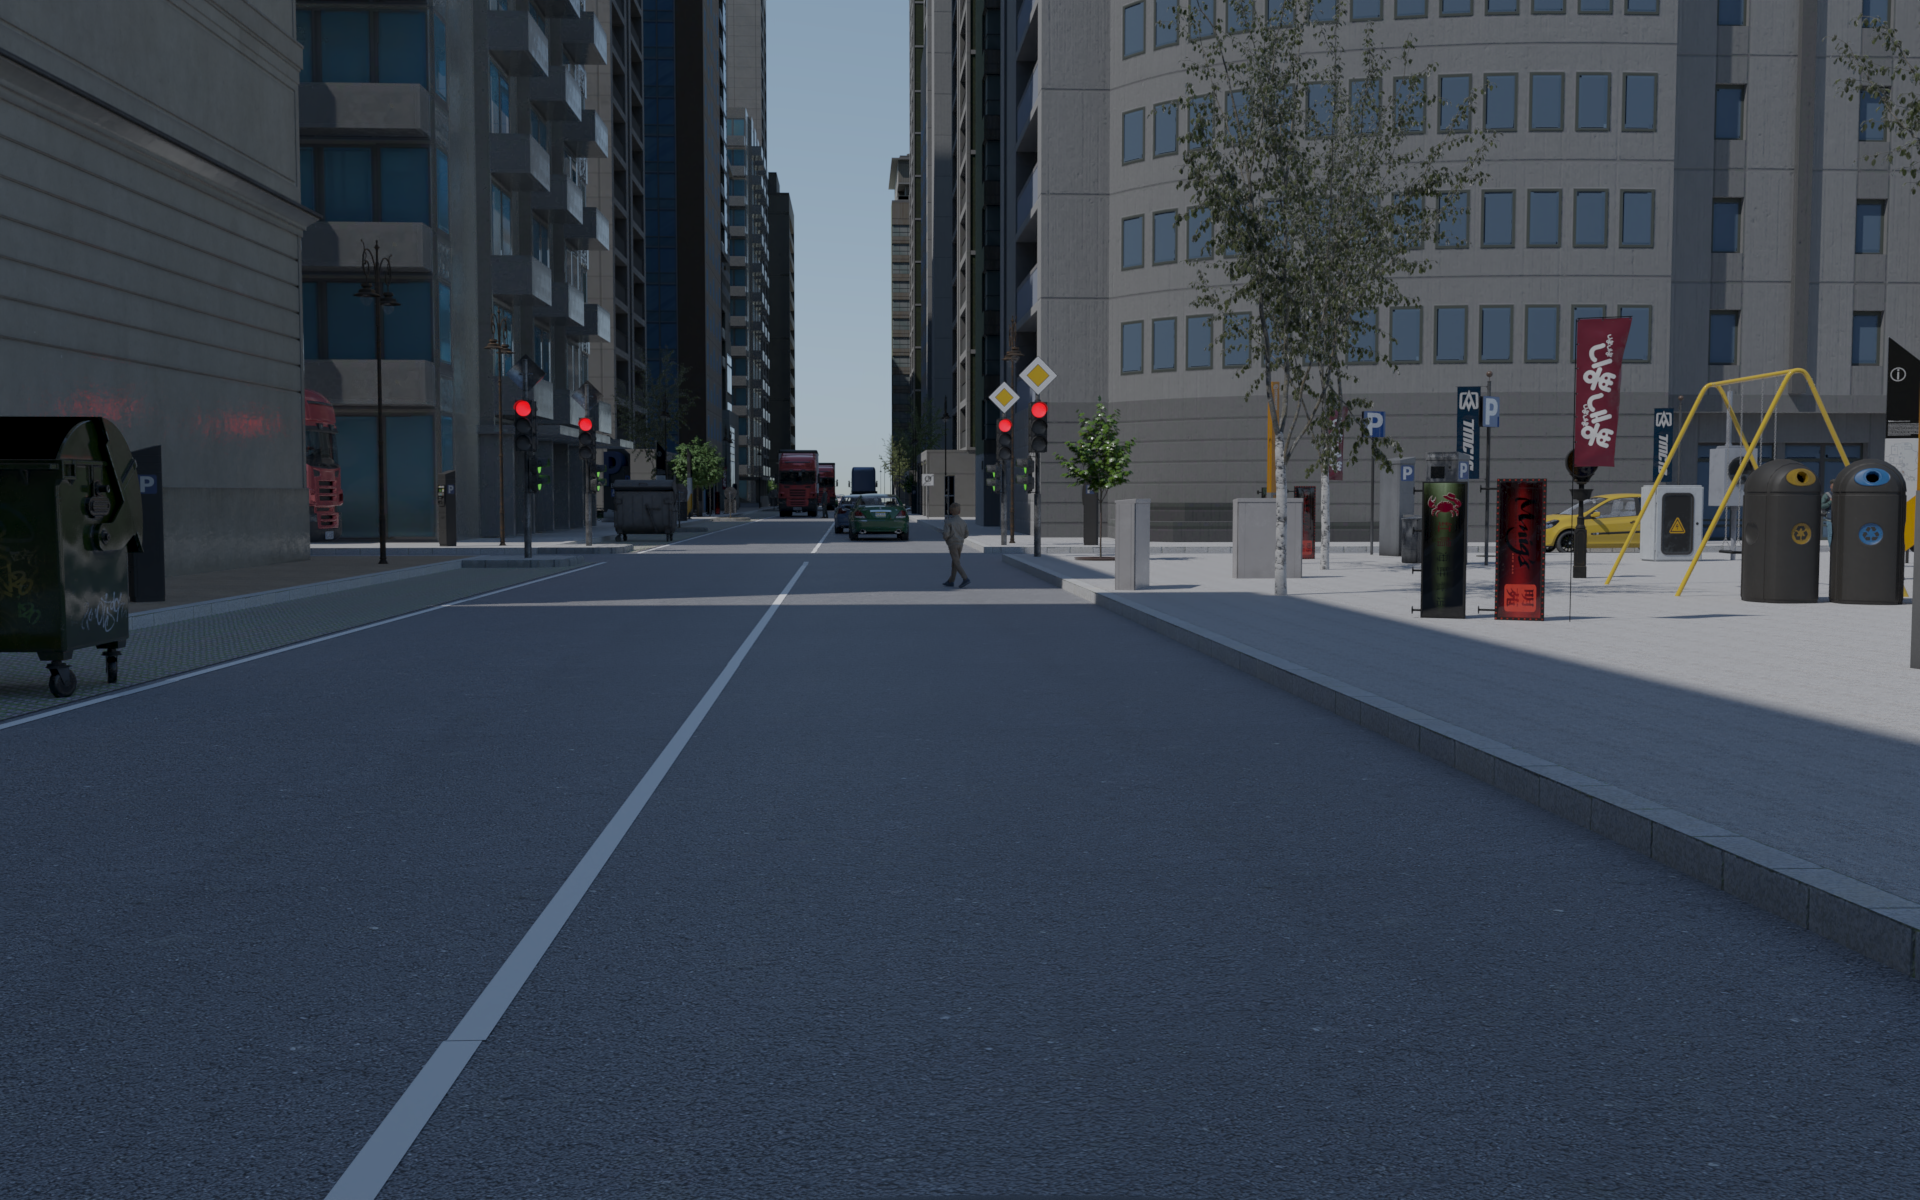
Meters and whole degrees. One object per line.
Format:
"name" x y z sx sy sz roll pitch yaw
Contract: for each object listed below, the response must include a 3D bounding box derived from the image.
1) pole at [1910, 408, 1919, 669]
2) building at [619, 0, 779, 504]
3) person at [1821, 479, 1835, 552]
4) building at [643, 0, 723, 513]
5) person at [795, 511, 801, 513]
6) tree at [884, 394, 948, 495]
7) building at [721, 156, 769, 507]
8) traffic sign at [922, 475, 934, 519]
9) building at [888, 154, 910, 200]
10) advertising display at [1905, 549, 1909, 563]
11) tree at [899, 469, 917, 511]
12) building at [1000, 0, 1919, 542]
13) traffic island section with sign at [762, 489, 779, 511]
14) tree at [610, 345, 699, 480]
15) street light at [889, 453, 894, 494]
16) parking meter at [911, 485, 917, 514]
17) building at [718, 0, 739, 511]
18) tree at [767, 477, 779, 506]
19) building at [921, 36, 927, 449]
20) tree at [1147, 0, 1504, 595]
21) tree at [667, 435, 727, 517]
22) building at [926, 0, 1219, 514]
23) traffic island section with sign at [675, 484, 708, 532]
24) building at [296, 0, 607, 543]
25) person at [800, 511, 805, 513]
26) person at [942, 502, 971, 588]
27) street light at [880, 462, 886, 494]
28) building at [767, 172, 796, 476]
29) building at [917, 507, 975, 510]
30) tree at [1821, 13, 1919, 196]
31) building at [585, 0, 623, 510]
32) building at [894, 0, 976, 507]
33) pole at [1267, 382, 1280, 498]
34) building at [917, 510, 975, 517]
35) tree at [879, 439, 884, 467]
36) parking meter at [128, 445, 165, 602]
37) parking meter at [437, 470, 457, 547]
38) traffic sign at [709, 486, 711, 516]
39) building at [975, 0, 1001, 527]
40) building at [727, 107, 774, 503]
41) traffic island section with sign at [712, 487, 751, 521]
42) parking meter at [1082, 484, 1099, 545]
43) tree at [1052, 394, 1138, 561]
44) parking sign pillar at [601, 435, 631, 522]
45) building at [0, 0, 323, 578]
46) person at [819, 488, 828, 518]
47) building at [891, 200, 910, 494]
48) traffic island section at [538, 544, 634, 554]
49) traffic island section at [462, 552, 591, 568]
"pole" 7.093 -1.147 12.603 0.158 3.312 0.155 0 3 0
"building" -35.003 -49.092 240.903 20.563 71.187 20.611 0 4 -3
"person" 20.408 -1.933 40.447 0.623 1.781 0.721 -1 4 -21
"building" -24.591 -28.961 123.622 14.600 45.320 14.200 0 4 -3
"person" -12.359 -7.551 132.049 1.350 1.814 0.705 -3 5 -45
"tree" -2.903 -10.777 126.562 4.737 8.622 4.395 0 3 0
"building" -35.796 -29.446 173.325 32.217 40.220 23.993 0 4 -3
"traffic sign" -1.640 -5.305 88.868 0.606 2.300 0.079 0 3 0
"building" 3.744 -41.285 264.251 28.713 52.752 27.495 0 4 -3
"advertising display" 17.876 -1.624 31.773 0.974 1.923 0.123 3 4 38
"tree" -3.690 -8.481 133.266 1.663 3.219 1.824 0 3 0
"building" 16.062 -31.345 54.487 28.212 58.520 21.231 0 4 -3
"traffic island section with sign" -15.255 -8.202 142.722 1.989 1.847 2.006 0 4 -3
"tree" -14.874 -8.211 84.607 4.360 8.622 3.978 0 3 0
"street light" -8.239 -14.223 205.327 0.468 5.910 1.993 0 4 -3
"parking meter" -2.933 -6.500 111.990 0.399 1.863 0.255 0 4 7
"building" -29.683 -50.894 144.785 22.319 86.520 31.000 0 4 -3
"tree" -21.925 -12.613 200.830 1.663 3.219 1.824 0 3 0
"building" 3.460 -31.491 164.988 14.600 45.320 14.200 0 4 -3
"tree" 4.189 -4.353 21.529 4.360 8.622 3.978 0 3 0
"tree" -14.633 -6.898 96.491 4.285 4.588 4.351 0 3 0
"building" 7.706 -36.788 143.490 21.231 58.520 28.212 0 4 -3
"traffic island section with sign" -10.575 -3.473 65.418 1.989 1.847 2.006 0 4 -3
"building" -23.957 -26.714 56.377 23.786 49.044 30.456 0 4 -3
"person" -12.290 -7.705 134.469 1.348 1.826 0.705 -2 4 -31
"person" -0.077 -0.846 26.605 0.640 1.303 0.475 3 5 41
"street light" -10.503 -16.419 241.238 0.468 5.910 1.993 0 4 -3
"building" -36.080 -39.079 262.645 21.300 48.544 21.600 0 4 -3
"building" 4.616 -45.519 182.487 20.563 71.187 20.611 0 4 -3
"tree" 10.378 -3.982 15.469 4.360 8.622 3.978 0 3 0
"building" -27.341 -40.592 101.932 20.563 71.187 20.611 0 4 -3
"building" 1.761 -48.130 225.173 20.563 71.187 20.611 0 4 -3
"pole" 5.698 -2.306 31.546 0.158 3.312 0.155 0 3 0
"building" 8.064 -40.409 98.947 20.563 71.187 20.611 0 4 -3
"tree" -7.838 -15.900 210.328 4.737 8.622 4.395 0 3 0
"parking meter" -9.717 -0.911 20.612 0.399 1.863 0.255 -3 5 -40
"parking meter" -12.548 -2.242 42.360 0.255 1.863 0.399 2 4 30
"traffic sign" -14.287 -6.045 98.941 0.768 2.556 0.104 0 4 4
"building" 7.530 -18.538 74.799 14.160 30.474 14.107 0 4 -3
"building" -35.365 -36.478 216.025 23.786 49.044 30.456 0 4 -3
"traffic island section with sign" -12.227 -5.137 92.612 1.989 1.847 2.006 0 4 -3
"parking meter" 3.265 -2.305 43.394 0.399 1.863 0.255 1 4 11
"tree" 2.606 -2.385 33.596 1.663 3.219 1.824 0 3 0
"parking sign pillar" -15.607 -5.523 78.778 1.447 3.967 1.447 2 4 32
"building" -26.395 -11.718 24.878 30.059 22.955 16.112 0 4 -3
"person" -8.112 -5.756 102.793 0.590 1.801 0.661 0 4 -8
"building" -2.653 -34.225 243.168 14.154 41.232 14.086 0 4 -3
"traffic island section" -9.198 -1.258 42.844 2.009 0.180 2.903 0 4 -3
"traffic island section" -8.716 -0.770 34.873 2.009 0.180 2.903 0 4 -3
